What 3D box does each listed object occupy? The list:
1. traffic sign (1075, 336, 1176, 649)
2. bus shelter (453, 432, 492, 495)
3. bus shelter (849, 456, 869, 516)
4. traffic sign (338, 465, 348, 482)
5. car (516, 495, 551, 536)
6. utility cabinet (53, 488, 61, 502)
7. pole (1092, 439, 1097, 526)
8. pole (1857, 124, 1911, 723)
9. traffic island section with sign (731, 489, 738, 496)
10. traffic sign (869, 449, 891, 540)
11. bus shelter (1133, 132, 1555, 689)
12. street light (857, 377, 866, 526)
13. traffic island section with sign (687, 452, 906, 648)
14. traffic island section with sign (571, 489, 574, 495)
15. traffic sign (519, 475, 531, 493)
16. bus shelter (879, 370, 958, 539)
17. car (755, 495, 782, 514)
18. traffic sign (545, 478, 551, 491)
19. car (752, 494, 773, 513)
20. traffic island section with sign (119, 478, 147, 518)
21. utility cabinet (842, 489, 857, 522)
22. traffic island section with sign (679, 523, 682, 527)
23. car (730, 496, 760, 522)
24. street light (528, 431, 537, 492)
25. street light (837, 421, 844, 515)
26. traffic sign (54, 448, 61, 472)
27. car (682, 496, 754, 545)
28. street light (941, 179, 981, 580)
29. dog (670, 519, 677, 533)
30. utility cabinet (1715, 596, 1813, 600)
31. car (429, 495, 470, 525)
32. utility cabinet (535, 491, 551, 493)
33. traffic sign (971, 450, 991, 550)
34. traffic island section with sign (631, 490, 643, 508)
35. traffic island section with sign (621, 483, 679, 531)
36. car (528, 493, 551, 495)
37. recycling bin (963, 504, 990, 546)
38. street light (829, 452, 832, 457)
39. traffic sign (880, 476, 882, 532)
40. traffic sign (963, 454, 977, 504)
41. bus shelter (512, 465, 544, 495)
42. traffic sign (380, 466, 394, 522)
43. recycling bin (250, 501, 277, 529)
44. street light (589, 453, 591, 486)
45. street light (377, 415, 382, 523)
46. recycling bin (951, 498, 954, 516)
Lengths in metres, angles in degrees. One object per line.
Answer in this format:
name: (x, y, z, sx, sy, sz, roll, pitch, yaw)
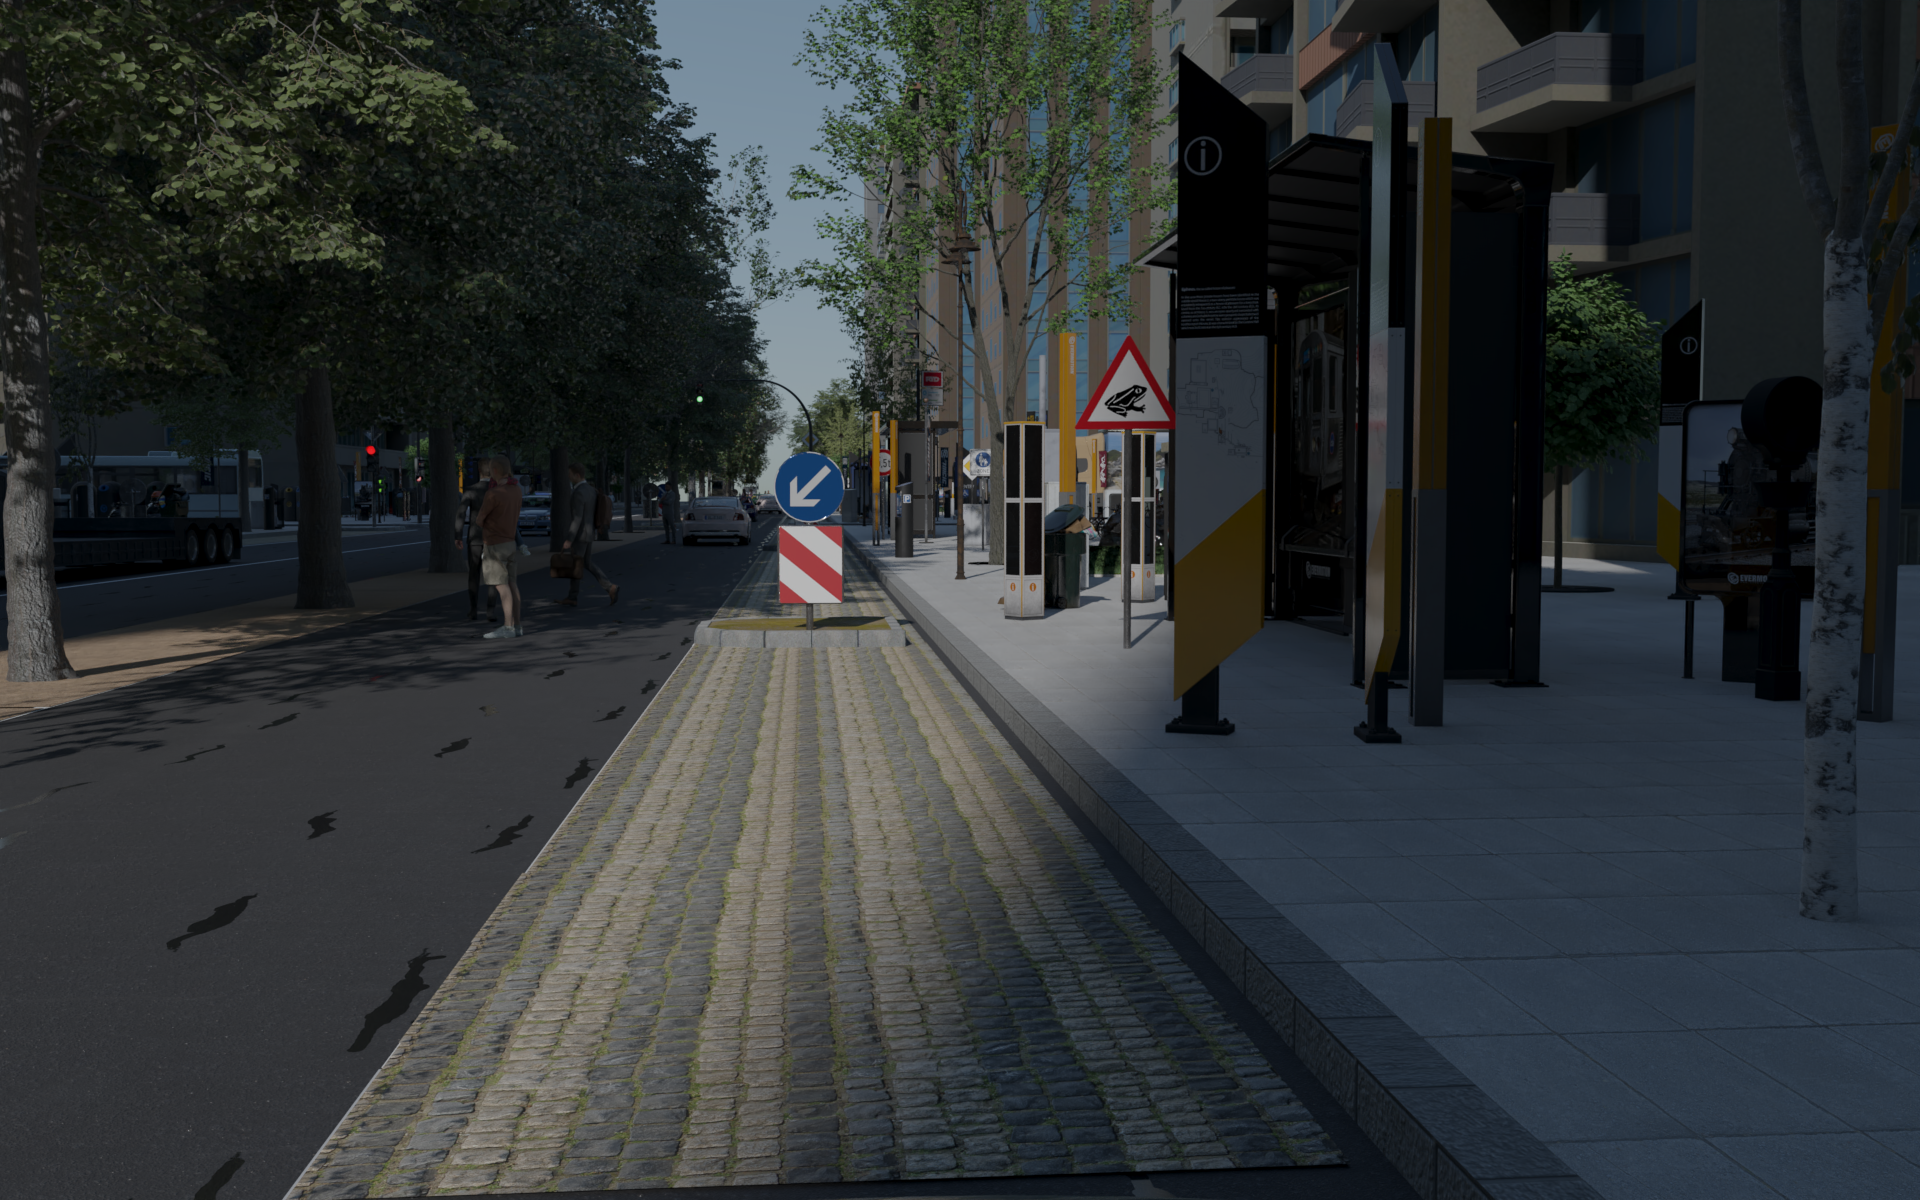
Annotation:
traffic sign: (1.386, -0.875, 14.306, 0.884, 2.594, 0.081, 0, 4, 2)
bus shelter: (-28.491, -7.514, 100.482, 2.179, 5.291, 8.768, 0, 4, -5)
bus shelter: (-4.853, -6.068, 93.127, 2.014, 3.302, 5.546, 0, 4, -5)
traffic sign: (-28.188, -4.804, 78.556, 0.884, 2.594, 0.081, 0, 4, 0)
car: (-14.810, -2.953, 60.291, 2.014, 1.417, 4.499, 0, 4, -7)
utility cabinet: (-34.816, -3.492, 65.778, 1.173, 1.500, 0.318, -1, 4, -20)
pole: (4.958, -4.282, 63.860, 0.158, 3.312, 0.155, 0, 3, 0)
pole: (5.171, -0.971, 9.717, 0.158, 3.312, 0.155, 0, 3, 0)
traffic island section with sign: (-19.675, -8.729, 150.847, 2.006, 1.907, 1.989, 0, 4, -5)
traffic sign: (-2.158, -2.969, 48.645, 0.768, 2.556, 0.104, 0, 4, -1)
bus shelter: (2.860, -1.418, 14.471, 1.731, 3.624, 6.357, 0, 4, -5)
street light: (-3.803, -5.864, 68.669, 0.468, 5.910, 1.993, 0, 4, -5)
traffic island section with sign: (-1.582, -0.512, 16.997, 1.989, 1.847, 2.006, 0, 4, -5)
traffic island section with sign: (-27.952, -7.092, 124.580, 1.989, 1.847, 2.006, 0, 4, -5)
traffic sign: (-29.369, -7.147, 116.957, 0.768, 2.556, 0.104, 0, 4, -4)
bus shelter: (-1.396, -4.656, 53.756, 2.179, 5.291, 8.768, 0, 4, -5)
car: (-13.794, -6.901, 125.185, 2.083, 1.381, 4.827, 0, 4, -5)
traffic sign: (-32.403, -8.355, 136.713, 0.768, 2.556, 0.104, 0, 4, 3)
car: (-15.130, -7.300, 131.156, 2.131, 1.459, 4.920, 0, 4, -4)
traffic island section with sign: (-20.621, -2.092, 42.832, 1.989, 1.847, 2.006, 0, 4, -5)
utility cabinet: (-4.978, -4.225, 77.757, 0.318, 1.500, 1.173, -2, 4, -25)
traffic island section with sign: (-12.963, -4.151, 76.007, 2.006, 1.907, 1.989, 0, 4, -5)
car: (-11.412, -4.738, 90.039, 1.945, 1.354, 3.894, 0, 4, -5)
street light: (-29.484, -8.989, 119.765, 0.468, 5.910, 1.993, 0, 4, -5)
street light: (-7.405, -8.260, 107.842, 0.468, 5.910, 1.993, 0, 4, -5)
traffic sign: (-23.999, -2.776, 45.500, 0.768, 2.556, 0.104, 0, 4, -2)
car: (-6.973, -2.291, 49.819, 2.083, 1.381, 4.827, 0, 4, -6)
street light: (0.008, -3.245, 25.838, 0.468, 5.910, 1.993, 0, 4, -5)
dog: (-10.696, -2.770, 64.571, 0.406, 0.507, 0.540, -3, 4, -38)
utility cabinet: (9.773, -0.745, 20.860, 1.173, 1.500, 0.318, 1, 4, 14)
car: (-23.954, -4.282, 82.367, 2.083, 1.381, 4.827, 0, 4, -6)
utility cabinet: (-31.331, -7.431, 130.169, 1.173, 1.500, 0.318, -3, 5, -39)
traffic sign: (0.523, -2.277, 39.365, 0.606, 2.300, 0.079, 0, 4, -5)
traffic island section with sign: (-32.475, -10.180, 175.072, 1.989, 1.847, 2.006, 0, 4, -5)
traffic island section with sign: (-12.312, -3.700, 68.629, 2.006, 1.907, 1.989, 0, 4, -5)
car: (-20.138, -4.468, 82.643, 1.945, 1.707, 3.694, 0, 4, -4)
recycling bin: (0.356, -1.882, 43.323, 0.722, 1.027, 0.722, 1, 4, 10)
street light: (-11.232, -10.929, 151.482, 0.468, 5.910, 1.993, 0, 4, -5)
traffic sign: (-2.652, -3.461, 58.714, 0.606, 2.300, 0.079, 0, 4, 4)
traffic sign: (0.326, -2.790, 46.807, 0.795, 2.450, 0.064, 0, 4, -4)
bus shelter: (-31.198, -7.962, 124.109, 2.014, 3.302, 5.546, 0, 4, -5)
traffic sign: (-26.778, -4.923, 80.498, 0.884, 2.594, 0.081, 0, 4, -4)
recycling bin: (-25.708, -3.143, 63.942, 0.722, 1.027, 0.722, 0, 4, 1)
street light: (-32.472, -10.977, 152.258, 0.468, 5.910, 1.993, 0, 4, -5)
street light: (-25.687, -6.341, 76.469, 0.468, 5.910, 1.993, 0, 4, -5)
recycling bin: (-0.301, -5.554, 103.355, 0.722, 1.027, 0.722, -2, 4, -25)
